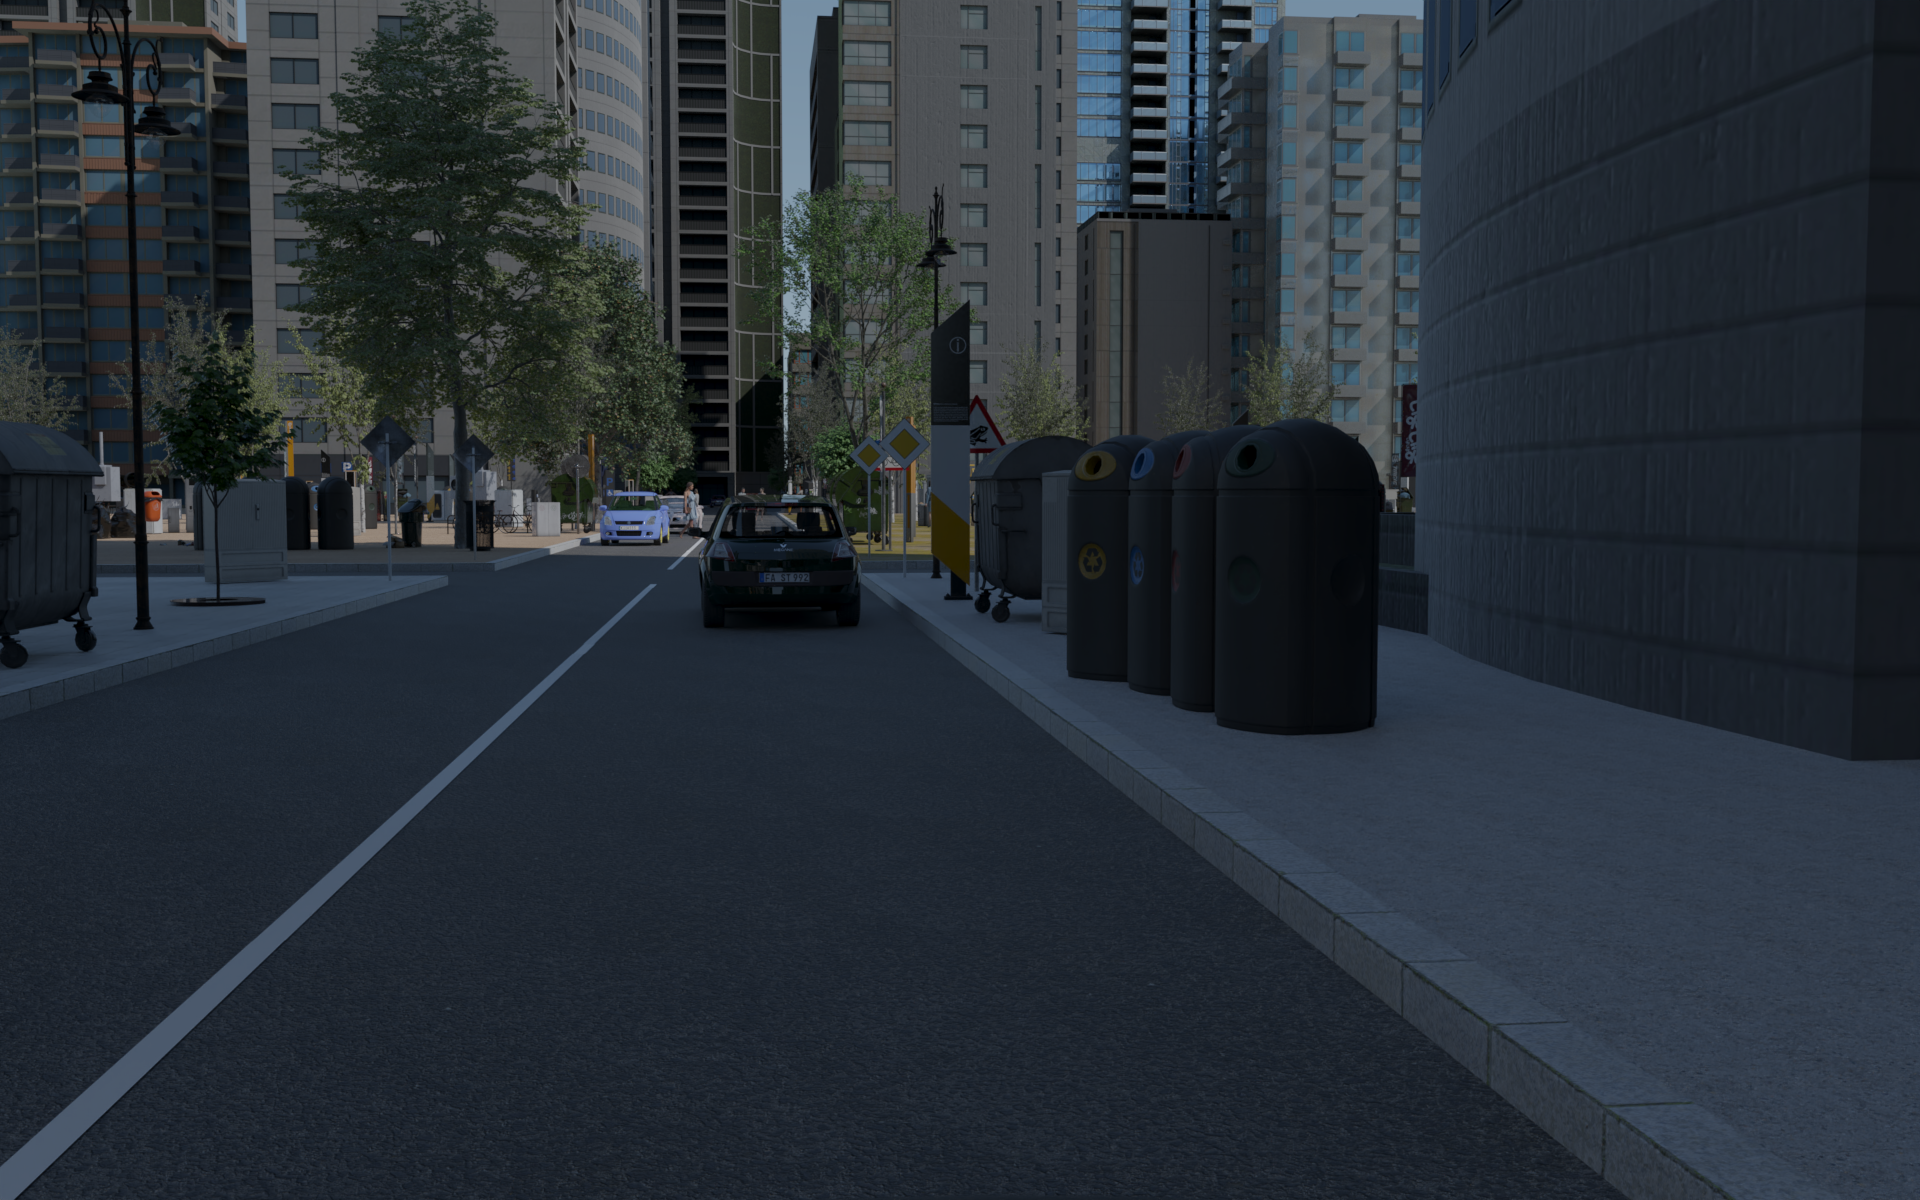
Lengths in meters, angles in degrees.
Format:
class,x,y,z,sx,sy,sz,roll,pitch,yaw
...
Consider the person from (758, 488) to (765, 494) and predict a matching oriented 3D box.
class,x,y,z,sx,sy,sz,roll,pitch,yaw
person,-10.590,-5.087,92.011,0.599,1.781,0.374,0,4,-5

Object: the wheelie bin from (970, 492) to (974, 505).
class,x,y,z,sx,sy,sz,roll,pitch,yaw
wheelie bin,0.997,-5.853,103.611,0.693,1.594,0.980,-1,4,-14

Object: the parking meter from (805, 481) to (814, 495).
class,x,y,z,sx,sy,sz,roll,pitch,yaw
parking meter,-6.626,-4.306,76.118,0.255,1.863,0.399,-3,4,-38

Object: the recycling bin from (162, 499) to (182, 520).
class,x,y,z,sx,sy,sz,roll,pitch,yaw
recycling bin,-39.853,-4.584,87.510,0.722,1.027,0.722,1,4,11

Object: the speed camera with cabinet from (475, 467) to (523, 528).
class,x,y,z,sx,sy,sz,roll,pitch,yaw
speed camera with cabinet,-17.816,-4.436,66.859,2.038,3.252,0.660,2,4,30

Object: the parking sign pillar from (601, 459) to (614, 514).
class,x,y,z,sx,sy,sz,roll,pitch,yaw
parking sign pillar,-18.436,-6.247,90.612,1.447,3.967,1.447,-1,4,-21

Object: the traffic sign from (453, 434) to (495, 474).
class,x,y,z,sx,sy,sz,roll,pitch,yaw
traffic sign,-9.428,-1.919,33.560,0.795,2.593,0.064,0,4,-7

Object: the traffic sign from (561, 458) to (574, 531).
class,x,y,z,sx,sy,sz,roll,pitch,yaw
traffic sign,-13.588,-3.703,60.647,0.768,2.556,0.104,0,4,-5

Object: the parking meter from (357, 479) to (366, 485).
class,x,y,z,sx,sy,sz,roll,pitch,yaw
parking meter,-23.265,-3.767,67.296,0.255,1.863,0.399,3,5,43

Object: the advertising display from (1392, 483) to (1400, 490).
class,x,y,z,sx,sy,sz,roll,pitch,yaw
advertising display,24.029,-5.523,95.507,0.123,1.923,0.974,0,4,-3

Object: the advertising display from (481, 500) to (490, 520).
class,x,y,z,sx,sy,sz,roll,pitch,yaw
advertising display,-22.735,-4.751,82.888,0.123,1.923,0.974,1,4,12

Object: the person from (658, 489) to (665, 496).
class,x,y,z,sx,sy,sz,roll,pitch,yaw
person,-25.795,-8.761,149.379,1.348,1.812,0.705,2,4,31

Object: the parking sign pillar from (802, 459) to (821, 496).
class,x,y,z,sx,sy,sz,roll,pitch,yaw
parking sign pillar,-9.180,-7.273,107.379,1.447,3.967,1.447,3,5,43

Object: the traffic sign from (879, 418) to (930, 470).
class,x,y,z,sx,sy,sz,roll,pitch,yaw
traffic sign,-0.828,-1.489,26.532,0.795,2.593,0.064,0,4,-7

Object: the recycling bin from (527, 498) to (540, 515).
class,x,y,z,sx,sy,sz,roll,pitch,yaw
recycling bin,-25.784,-5.634,104.666,0.722,1.027,0.722,0,4,-7

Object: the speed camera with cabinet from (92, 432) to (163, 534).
class,x,y,z,sx,sy,sz,roll,pitch,yaw
speed camera with cabinet,-26.661,-3.735,55.397,2.038,3.252,0.660,0,4,3

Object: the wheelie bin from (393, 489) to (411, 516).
class,x,y,z,sx,sy,sz,roll,pitch,yaw
wheelie bin,-32.382,-5.669,100.598,0.980,1.594,0.693,-2,4,-24

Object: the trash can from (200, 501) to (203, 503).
class,x,y,z,sx,sy,sz,roll,pitch,yaw
trash can,-15.778,-1.545,36.911,0.748,1.137,0.748,0,3,0

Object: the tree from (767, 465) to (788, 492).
class,x,y,z,sx,sy,sz,roll,pitch,yaw
tree,-18.621,-12.042,180.597,4.285,4.588,4.351,0,3,0

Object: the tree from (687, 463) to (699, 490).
class,x,y,z,sx,sy,sz,roll,pitch,yaw
tree,-26.073,-10.920,162.252,4.285,4.588,4.351,0,3,0

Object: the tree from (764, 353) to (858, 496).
class,x,y,z,sx,sy,sz,roll,pitch,yaw
tree,-7.473,-8.592,90.838,4.360,8.622,3.978,0,3,0

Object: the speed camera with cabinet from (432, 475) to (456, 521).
class,x,y,z,sx,sy,sz,roll,pitch,yaw
speed camera with cabinet,-24.597,-5.449,83.421,2.038,3.252,0.660,2,4,32

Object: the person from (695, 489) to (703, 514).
class,x,y,z,sx,sy,sz,roll,pitch,yaw
person,-15.908,-5.838,104.700,0.760,1.731,0.466,-1,4,-18

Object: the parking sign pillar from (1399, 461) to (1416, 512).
class,x,y,z,sx,sy,sz,roll,pitch,yaw
parking sign pillar,27.090,-7.164,105.605,1.447,3.967,1.447,0,4,1

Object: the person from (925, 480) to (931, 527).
class,x,y,z,sx,sy,sz,roll,pitch,yaw
person,-1.059,-3.691,66.416,0.581,1.822,0.654,-1,4,-23

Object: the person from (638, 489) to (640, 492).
class,x,y,z,sx,sy,sz,roll,pitch,yaw
person,-23.168,-7.260,124.841,0.705,1.812,1.348,0,4,-1

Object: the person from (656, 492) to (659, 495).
class,x,y,z,sx,sy,sz,roll,pitch,yaw
person,-25.057,-8.215,143.592,0.421,1.427,0.697,-3,4,-38

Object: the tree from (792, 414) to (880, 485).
class,x,y,z,sx,sy,sz,roll,pitch,yaw
tree,-4.581,-5.356,71.285,4.285,4.588,4.351,0,3,0

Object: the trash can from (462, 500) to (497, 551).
class,x,y,z,sx,sy,sz,roll,pitch,yaw
trash can,-10.791,-1.668,38.924,0.748,1.137,0.748,0,3,0

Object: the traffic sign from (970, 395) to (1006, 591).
class,x,y,z,sx,sy,sz,roll,pitch,yaw
traffic sign,0.221,-1.392,22.766,0.884,2.594,0.081,0,4,1

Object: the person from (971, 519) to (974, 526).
class,x,y,z,sx,sy,sz,roll,pitch,yaw
person,0.629,-2.702,50.706,0.515,1.767,0.782,3,5,43

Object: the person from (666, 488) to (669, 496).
class,x,y,z,sx,sy,sz,roll,pitch,yaw
person,-25.651,-8.923,151.953,0.705,1.821,1.348,1,4,15

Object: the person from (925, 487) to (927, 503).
class,x,y,z,sx,sy,sz,roll,pitch,yaw
person,-1.826,-5.593,97.593,0.767,1.812,0.694,-2,4,-25

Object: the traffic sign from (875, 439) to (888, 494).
class,x,y,z,sx,sy,sz,roll,pitch,yaw
traffic sign,-1.770,-2.437,39.944,0.768,2.556,0.104,0,4,-5

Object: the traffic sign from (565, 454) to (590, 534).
class,x,y,z,sx,sy,sz,roll,pitch,yaw
traffic sign,-12.231,-3.383,55.423,0.768,2.556,0.104,0,4,-7

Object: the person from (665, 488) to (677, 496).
class,x,y,z,sx,sy,sz,roll,pitch,yaw
person,-21.977,-7.652,131.867,1.217,1.736,0.721,-1,4,-20

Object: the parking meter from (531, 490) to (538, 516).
class,x,y,z,sx,sy,sz,roll,pitch,yaw
parking meter,-23.941,-5.448,97.485,0.372,1.533,0.369,0,3,0

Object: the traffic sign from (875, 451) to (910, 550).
class,x,y,z,sx,sy,sz,roll,pitch,yaw
traffic sign,-1.585,-2.399,39.225,0.884,2.594,0.081,0,4,-5

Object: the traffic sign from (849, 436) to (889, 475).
class,x,y,z,sx,sy,sz,roll,pitch,yaw
traffic sign,-1.787,-1.974,34.459,0.795,2.593,0.064,0,4,-7

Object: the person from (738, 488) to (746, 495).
class,x,y,z,sx,sy,sz,roll,pitch,yaw
person,-12.732,-5.683,101.593,0.466,1.800,0.511,3,5,41

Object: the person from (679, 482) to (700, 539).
class,x,y,z,sx,sy,sz,roll,pitch,yaw
person,-8.671,-2.853,55.249,0.778,1.811,0.616,2,4,24

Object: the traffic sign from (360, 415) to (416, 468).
class,x,y,z,sx,sy,sz,roll,pitch,yaw
traffic sign,-8.470,-1.434,25.632,0.795,2.593,0.064,0,4,-7

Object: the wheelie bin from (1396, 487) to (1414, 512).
class,x,y,z,sx,sy,sz,roll,pitch,yaw
wheelie bin,20.270,-4.349,79.021,0.693,1.594,0.980,-1,4,-10

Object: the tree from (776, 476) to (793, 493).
class,x,y,z,sx,sy,sz,roll,pitch,yaw
tree,-17.127,-10.645,168.654,1.663,3.219,1.824,0,3,0

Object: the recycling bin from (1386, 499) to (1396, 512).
class,x,y,z,sx,sy,sz,roll,pitch,yaw
recycling bin,20.820,-4.338,83.481,0.722,1.027,0.722,3,5,40

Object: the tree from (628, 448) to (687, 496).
class,x,y,z,sx,sy,sz,roll,pitch,yaw
tree,-20.527,-8.019,114.826,4.285,4.588,4.351,0,3,0

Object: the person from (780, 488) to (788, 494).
class,x,y,z,sx,sy,sz,roll,pitch,yaw
person,-15.381,-8.908,151.766,1.350,1.814,0.705,-3,4,-36

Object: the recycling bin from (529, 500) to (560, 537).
class,x,y,z,sx,sy,sz,roll,pitch,yaw
recycling bin,-12.554,-2.444,52.511,0.722,1.027,0.722,-2,4,-25

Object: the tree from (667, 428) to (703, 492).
class,x,y,z,sx,sy,sz,roll,pitch,yaw
tree,-29.519,-14.297,184.125,4.737,8.622,4.395,0,3,0
